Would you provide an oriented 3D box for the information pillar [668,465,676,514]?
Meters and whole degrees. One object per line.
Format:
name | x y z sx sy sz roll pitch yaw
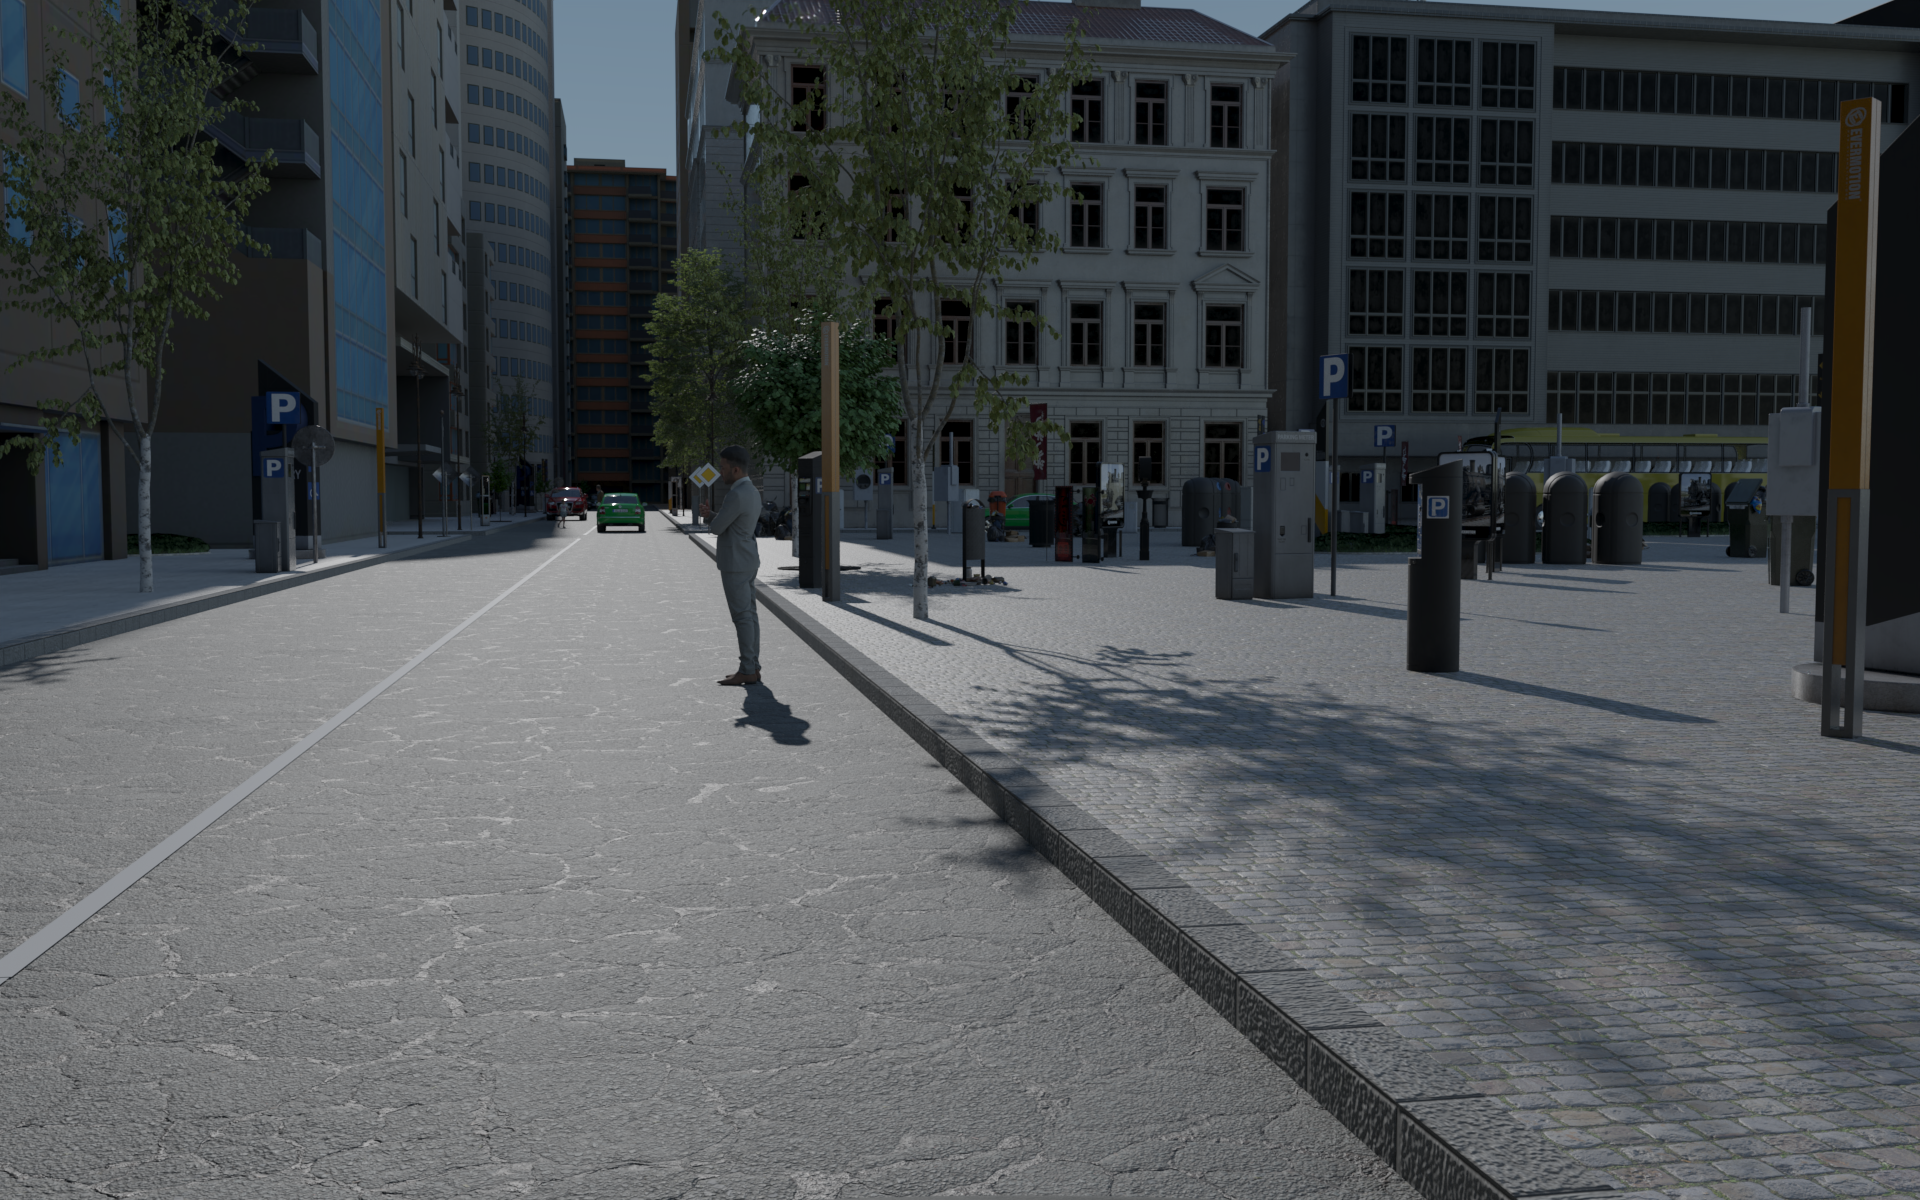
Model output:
information pillar | -18.877 -7.471 113.501 0.504 3.616 0.183 -1 4 -13

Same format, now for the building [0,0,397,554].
building | -23.381 -24.157 45.075 14.200 45.320 14.600 -1 4 -10

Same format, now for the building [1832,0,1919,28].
building | 49.383 -15.338 80.454 15.834 23.373 12.332 -1 4 -10

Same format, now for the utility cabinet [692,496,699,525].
utility cabinet | -10.975 -3.707 71.771 0.306 1.237 1.020 -1 4 -9

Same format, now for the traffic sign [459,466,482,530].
traffic sign | -17.263 -3.517 61.147 0.795 2.450 0.064 -1 4 -10

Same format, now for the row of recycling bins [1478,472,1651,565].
row of recycling bins | 10.740 -1.523 32.019 3.534 1.692 1.069 1 4 14

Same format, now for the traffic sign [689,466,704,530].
traffic sign | -9.399 -3.605 62.578 0.795 2.450 0.064 -1 4 -10

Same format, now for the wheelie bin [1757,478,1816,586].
wheelie bin | 11.686 -1.007 24.376 0.693 1.594 0.980 1 4 20

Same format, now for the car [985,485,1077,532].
car | 2.285 -3.139 60.124 4.718 1.807 1.959 -1 4 -9

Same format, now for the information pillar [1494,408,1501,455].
information pillar | 14.565 -3.402 46.983 0.183 3.616 0.504 2 4 28

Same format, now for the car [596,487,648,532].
car | -12.969 -3.520 66.354 1.959 1.807 4.718 -1 4 -10

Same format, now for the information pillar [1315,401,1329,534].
information pillar | 9.151 -3.204 43.743 0.183 3.616 0.504 -1 4 -20

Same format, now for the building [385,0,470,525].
building | -35.586 -29.458 70.876 28.713 52.752 27.495 -1 4 -10

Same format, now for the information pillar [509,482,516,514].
information pillar | -28.219 -6.400 109.138 0.304 2.012 0.304 1 4 16

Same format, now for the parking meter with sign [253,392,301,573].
parking meter with sign | -11.368 -1.990 28.790 0.543 3.016 1.738 -1 4 -11

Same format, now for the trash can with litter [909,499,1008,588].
trash can with litter | -0.101 -0.828 24.591 1.678 1.210 2.233 2 4 32

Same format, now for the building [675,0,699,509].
building | -17.982 -30.807 153.797 14.600 45.320 14.200 -1 4 -10

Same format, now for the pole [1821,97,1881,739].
pole | 4.671 -0.932 9.079 0.158 3.312 0.155 0 3 0

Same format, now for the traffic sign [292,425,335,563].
traffic sign | -11.992 -1.960 32.151 0.768 2.556 0.104 -1 4 -9

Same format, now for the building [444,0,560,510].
building | -45.471 -36.939 145.947 21.231 58.520 28.212 -1 4 -10

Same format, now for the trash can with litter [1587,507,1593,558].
trash can with litter | 12.866 -1.432 34.808 1.055 1.170 0.624 -3 5 -40

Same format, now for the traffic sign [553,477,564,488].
traffic sign | -30.115 -7.942 129.960 0.768 2.556 0.104 -1 4 -8

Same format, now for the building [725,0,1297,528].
building | 1.433 -14.323 70.344 21.152 22.565 11.583 -1 4 -10

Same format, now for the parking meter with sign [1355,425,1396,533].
parking meter with sign | 10.243 -2.866 43.113 0.543 3.016 1.738 3 4 36

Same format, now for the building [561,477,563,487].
building | -56.183 -29.313 171.147 32.217 40.220 23.993 -1 4 -10

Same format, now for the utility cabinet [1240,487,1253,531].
utility cabinet | 8.880 -2.784 54.201 0.318 1.500 1.173 -2 4 -26

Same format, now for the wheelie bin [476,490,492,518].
wheelie bin | -25.852 -5.265 93.985 0.693 1.594 0.980 0 4 3

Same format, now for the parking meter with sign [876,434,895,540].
parking meter with sign | -2.151 -3.253 49.451 0.543 3.016 1.738 0 4 0

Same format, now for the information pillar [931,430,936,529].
information pillar | -0.963 -4.411 63.482 0.183 3.616 0.504 0 3 0

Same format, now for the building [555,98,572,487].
building | -55.308 -34.959 195.285 21.600 48.544 21.300 -1 4 -10

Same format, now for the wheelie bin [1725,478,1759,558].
wheelie bin | 15.977 -1.662 35.089 0.693 1.594 0.980 -1 4 -18

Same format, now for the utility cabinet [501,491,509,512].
utility cabinet | -32.251 -7.034 123.685 0.318 1.500 1.173 1 4 21

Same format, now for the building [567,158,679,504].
building | -47.974 -35.114 228.744 28.867 44.769 22.147 -1 4 -10

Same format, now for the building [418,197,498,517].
building | -44.124 -16.022 106.995 27.650 21.520 28.899 -1 4 -10

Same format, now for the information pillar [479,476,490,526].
information pillar | -18.977 -3.954 69.146 0.304 2.012 0.304 -3 4 -36

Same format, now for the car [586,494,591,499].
car | -35.113 -9.504 167.186 2.131 1.459 4.920 -1 4 -10

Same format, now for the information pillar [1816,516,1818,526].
information pillar | 34.876 -4.044 70.618 0.304 2.012 0.304 1 4 12

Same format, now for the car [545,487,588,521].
car | -21.539 -5.276 94.942 2.281 1.827 5.304 -1 4 -10

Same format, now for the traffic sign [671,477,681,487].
traffic sign | -16.850 -6.164 102.915 0.606 2.300 0.079 0 4 -2

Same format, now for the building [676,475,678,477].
building | -16.916 -34.063 176.544 23.786 49.044 30.456 -1 4 -10

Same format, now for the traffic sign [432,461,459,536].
traffic sign | -15.809 -3.037 53.295 0.795 2.450 0.064 -1 4 -10

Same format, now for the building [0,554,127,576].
building | -21.812 -22.951 25.366 14.600 45.320 14.200 -1 4 -10

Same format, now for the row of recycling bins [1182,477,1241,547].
row of recycling bins | 6.318 -2.237 43.693 1.069 1.692 3.534 1 4 22

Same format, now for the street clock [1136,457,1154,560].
street clock | 3.573 -1.770 33.511 0.358 2.002 0.471 0 4 3

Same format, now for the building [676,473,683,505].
building | -23.263 -46.628 200.614 20.563 71.187 20.611 -1 4 -10

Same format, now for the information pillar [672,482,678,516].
information pillar | -16.670 -5.916 101.226 0.304 2.012 0.304 0 4 3

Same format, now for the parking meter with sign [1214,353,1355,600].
parking meter with sign | 3.968 -1.533 21.334 1.738 3.016 0.543 -2 4 -28

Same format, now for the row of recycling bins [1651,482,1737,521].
row of recycling bins | 24.972 -3.153 58.667 1.069 1.692 3.534 -3 5 -39

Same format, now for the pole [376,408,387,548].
pole | -13.709 -2.885 41.021 0.158 3.312 0.155 0 3 0

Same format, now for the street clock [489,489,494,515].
street clock | -29.214 -6.321 107.921 0.358 2.002 0.471 -3 5 -41

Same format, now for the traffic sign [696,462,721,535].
traffic sign | -7.944 -3.124 54.726 0.795 2.450 0.064 -1 4 -10

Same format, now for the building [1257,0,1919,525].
building | 26.703 -15.768 76.878 30.058 24.678 14.314 -1 4 -10

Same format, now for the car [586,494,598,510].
car | -32.383 -8.840 154.327 2.009 1.686 4.222 -1 4 -9

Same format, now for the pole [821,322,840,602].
pole | -1.543 -1.639 20.647 0.158 3.312 0.155 0 3 0

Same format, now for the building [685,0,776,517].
building | -10.192 -19.896 102.796 11.434 29.767 29.804 -1 4 -10
